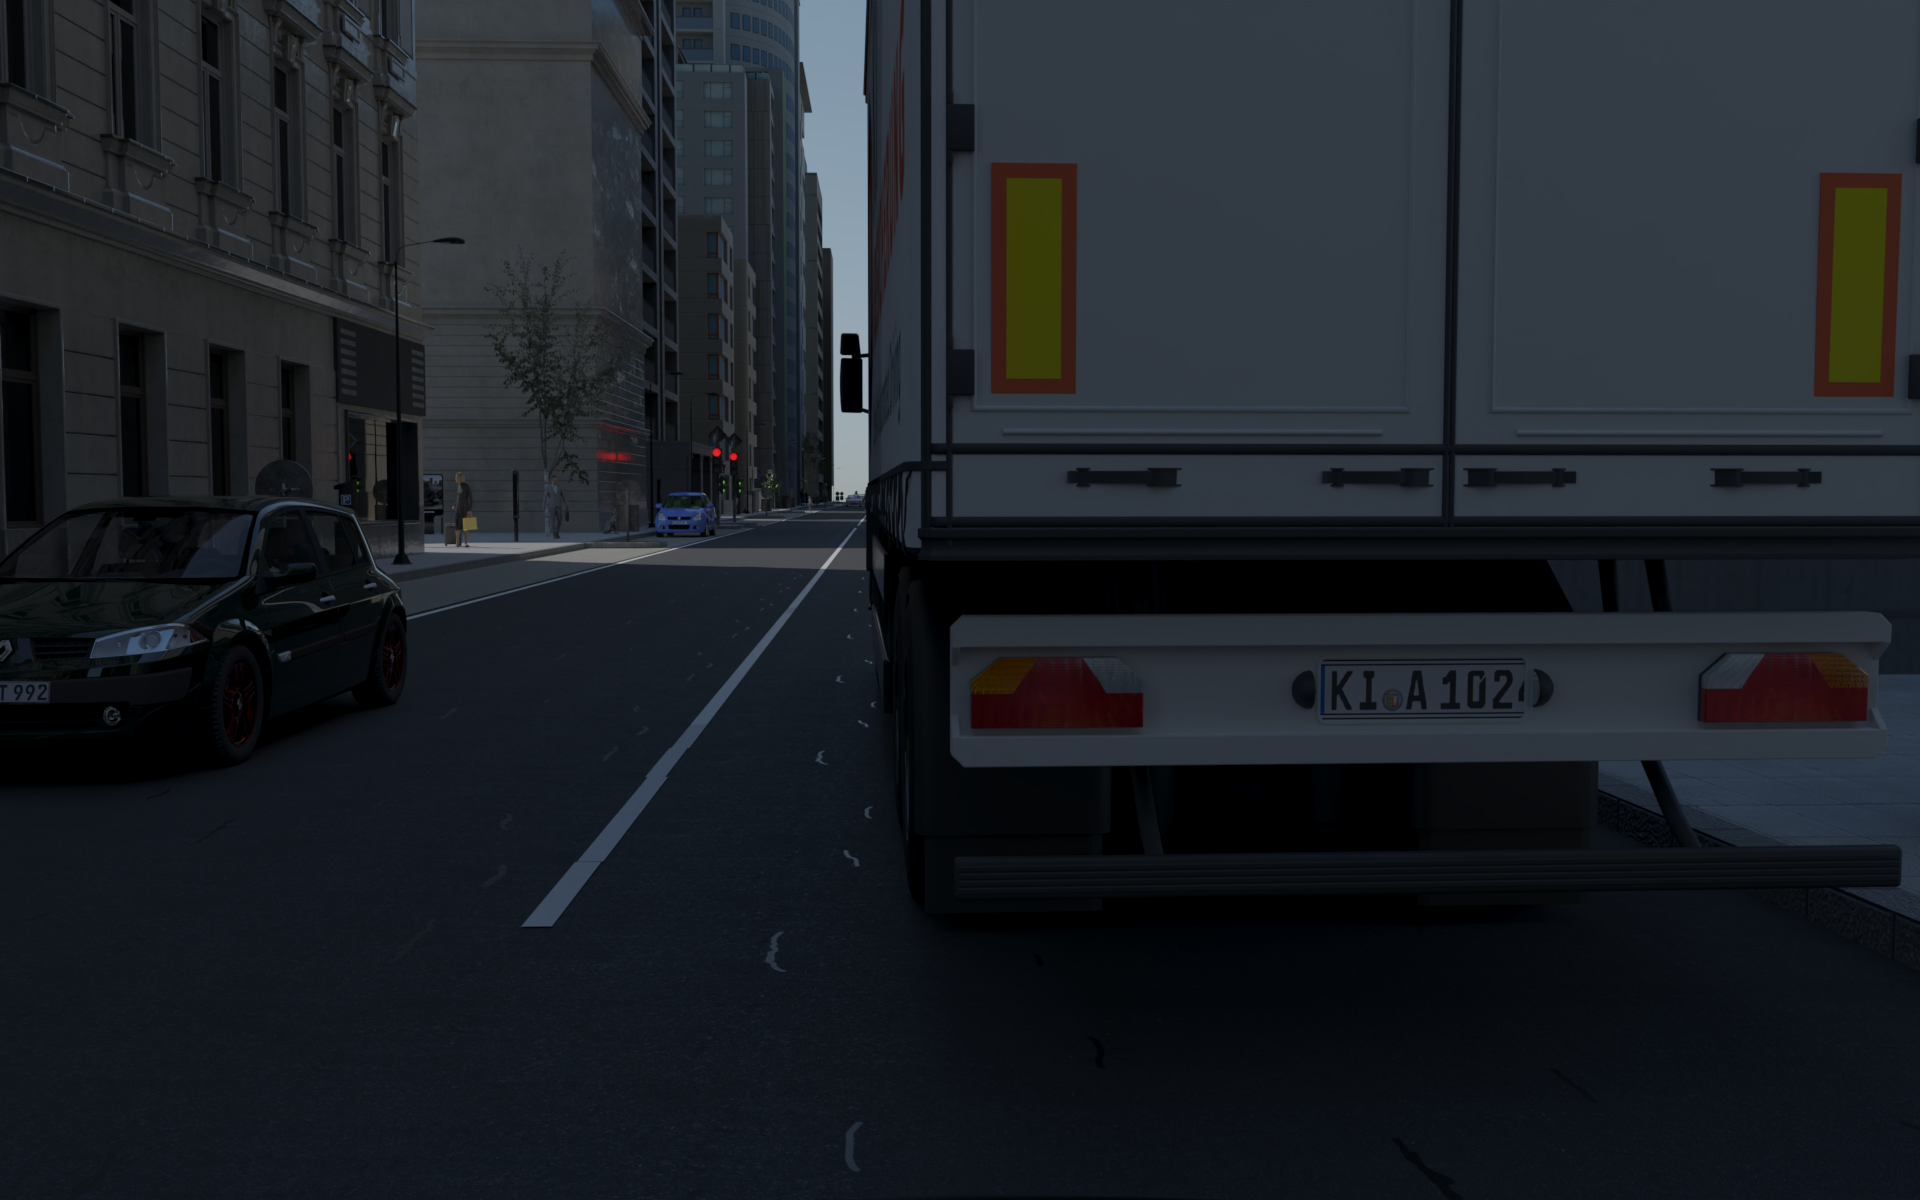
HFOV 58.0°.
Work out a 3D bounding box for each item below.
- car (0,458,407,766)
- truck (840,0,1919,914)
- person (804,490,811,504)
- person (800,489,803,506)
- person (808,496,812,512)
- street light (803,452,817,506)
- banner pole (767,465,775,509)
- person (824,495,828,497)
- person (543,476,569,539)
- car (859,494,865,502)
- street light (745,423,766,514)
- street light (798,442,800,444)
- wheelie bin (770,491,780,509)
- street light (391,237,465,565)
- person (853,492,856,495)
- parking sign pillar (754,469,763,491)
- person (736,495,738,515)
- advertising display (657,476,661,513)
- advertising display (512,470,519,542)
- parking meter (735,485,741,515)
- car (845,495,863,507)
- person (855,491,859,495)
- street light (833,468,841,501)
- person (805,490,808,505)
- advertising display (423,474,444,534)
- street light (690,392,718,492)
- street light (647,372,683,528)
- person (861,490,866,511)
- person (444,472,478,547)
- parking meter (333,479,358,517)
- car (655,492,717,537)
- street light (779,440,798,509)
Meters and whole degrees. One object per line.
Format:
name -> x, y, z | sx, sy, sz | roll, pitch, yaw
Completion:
car -> -4.666, -0.035, 10.363 | 2.009, 1.686, 4.222 | 0, 4, -1
truck -> 0.743, -1.256, 9.445 | 2.839, 4.237, 11.283 | 0, 4, -4
person -> -20.319, -13.556, 227.705 | 1.348, 1.821, 0.705 | -1, 4, -12
person -> -16.694, -10.856, 183.171 | 0.705, 1.869, 1.348 | 0, 4, -2
person -> -12.248, -7.841, 141.387 | 0.332, 1.250, 0.352 | -2, 4, -35
street light -> -16.713, -13.364, 191.036 | 1.470, 5.913, 1.316 | 0, 4, -3
banner pole -> -15.951, -9.596, 146.905 | 0.863, 3.779, 0.401 | 0, 4, 7
person -> -20.963, -16.012, 268.550 | 1.217, 1.743, 0.721 | 3, 4, 39
person -> -11.626, -2.671, 49.831 | 0.709, 1.813, 0.853 | -2, 4, -32
car -> -15.801, -16.632, 280.726 | 1.959, 1.807, 4.718 | 0, 4, -3
street light -> -13.375, -8.612, 113.354 | 1.470, 5.913, 1.316 | 0, 4, -3
street light -> -15.079, -11.181, 155.355 | 1.470, 5.913, 1.316 | 0, 4, -3
wheelie bin -> -16.309, -8.901, 153.440 | 0.980, 1.594, 0.693 | -2, 4, -25
street light -> -9.639, -3.601, 31.419 | 1.470, 5.913, 1.316 | 0, 4, -3
person -> -14.355, -14.043, 238.033 | 1.348, 1.831, 0.705 | 0, 4, 4
parking sign pillar -> -17.126, -9.550, 144.619 | 1.447, 3.967, 1.447 | -2, 4, -35
person -> -13.593, -5.767, 105.024 | 0.332, 1.250, 0.352 | 0, 4, 4
advertising display -> -11.082, -3.582, 63.778 | 0.123, 1.923, 0.974 | 0, 4, -8
advertising display -> -12.041, -2.554, 46.975 | 0.123, 1.923, 0.974 | -1, 4, -12
parking meter -> -13.617, -6.116, 105.715 | 0.399, 1.863, 0.255 | 1, 4, 23
car -> -12.348, -11.542, 201.065 | 2.083, 1.381, 4.827 | 0, 4, -3
person -> -13.577, -13.391, 227.067 | 0.705, 1.869, 1.348 | -3, 4, -39
street light -> -21.901, -20.506, 307.810 | 1.470, 5.913, 1.316 | 0, 4, -3
person -> -17.429, -11.611, 196.804 | 0.541, 1.710, 0.530 | -3, 5, -41
advertising display -> -16.937, -3.051, 55.101 | 0.974, 1.923, 0.123 | -1, 4, -21
street light -> -11.696, -6.507, 78.924 | 1.470, 5.913, 1.316 | 0, 4, -3
street light -> -11.194, -5.707, 65.855 | 1.470, 5.913, 1.316 | 0, 4, -3
person -> -8.135, -8.618, 149.594 | 0.709, 1.800, 0.728 | -3, 5, -40
person -> -12.101, -2.183, 41.959 | 0.699, 1.804, 1.509 | -1, 4, -20
parking meter -> -10.287, -1.260, 29.020 | 0.372, 1.533, 0.369 | 0, 3, 0
car -> -9.194, -2.972, 58.178 | 1.945, 1.707, 3.694 | 0, 4, -1
street light -> -14.829, -10.737, 148.092 | 1.470, 5.913, 1.316 | 0, 4, -3
